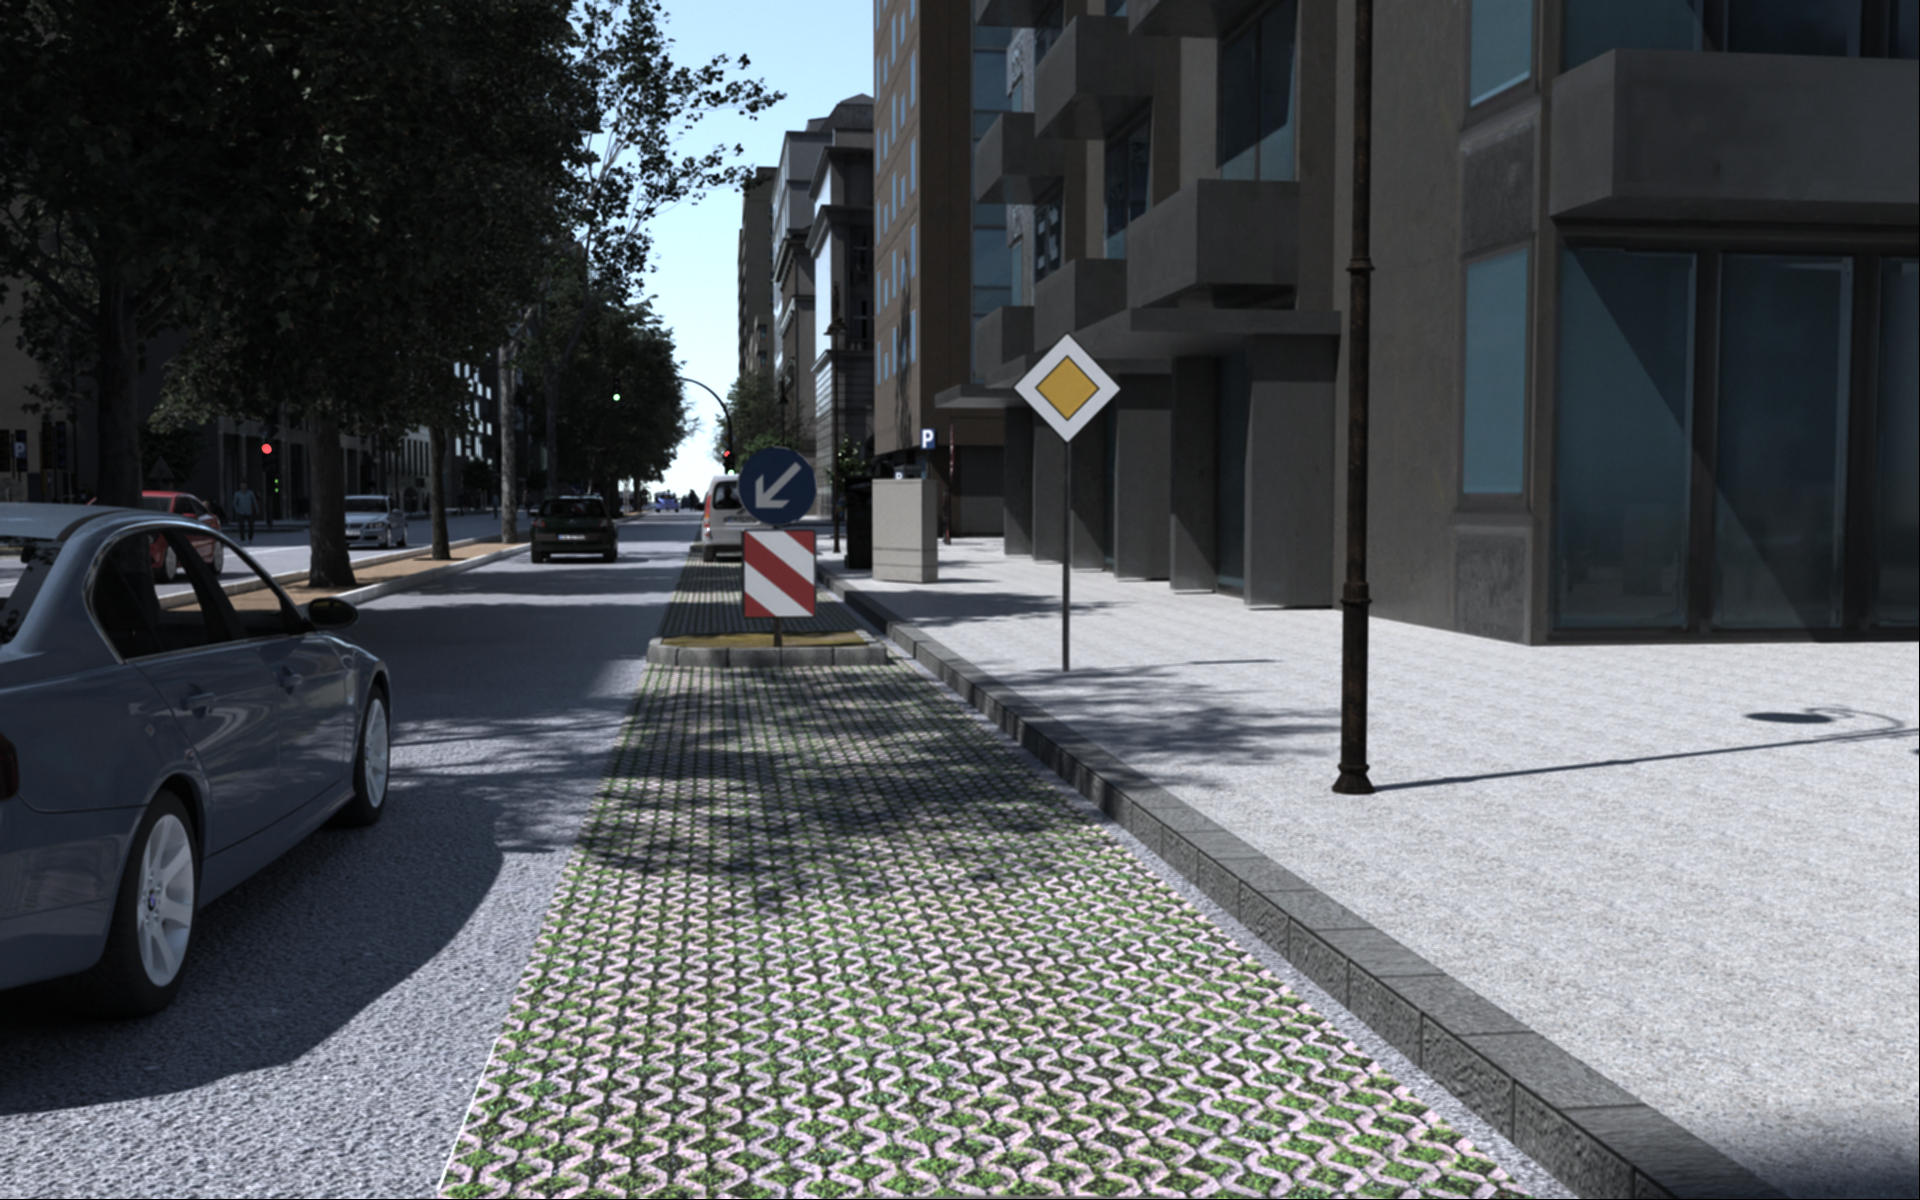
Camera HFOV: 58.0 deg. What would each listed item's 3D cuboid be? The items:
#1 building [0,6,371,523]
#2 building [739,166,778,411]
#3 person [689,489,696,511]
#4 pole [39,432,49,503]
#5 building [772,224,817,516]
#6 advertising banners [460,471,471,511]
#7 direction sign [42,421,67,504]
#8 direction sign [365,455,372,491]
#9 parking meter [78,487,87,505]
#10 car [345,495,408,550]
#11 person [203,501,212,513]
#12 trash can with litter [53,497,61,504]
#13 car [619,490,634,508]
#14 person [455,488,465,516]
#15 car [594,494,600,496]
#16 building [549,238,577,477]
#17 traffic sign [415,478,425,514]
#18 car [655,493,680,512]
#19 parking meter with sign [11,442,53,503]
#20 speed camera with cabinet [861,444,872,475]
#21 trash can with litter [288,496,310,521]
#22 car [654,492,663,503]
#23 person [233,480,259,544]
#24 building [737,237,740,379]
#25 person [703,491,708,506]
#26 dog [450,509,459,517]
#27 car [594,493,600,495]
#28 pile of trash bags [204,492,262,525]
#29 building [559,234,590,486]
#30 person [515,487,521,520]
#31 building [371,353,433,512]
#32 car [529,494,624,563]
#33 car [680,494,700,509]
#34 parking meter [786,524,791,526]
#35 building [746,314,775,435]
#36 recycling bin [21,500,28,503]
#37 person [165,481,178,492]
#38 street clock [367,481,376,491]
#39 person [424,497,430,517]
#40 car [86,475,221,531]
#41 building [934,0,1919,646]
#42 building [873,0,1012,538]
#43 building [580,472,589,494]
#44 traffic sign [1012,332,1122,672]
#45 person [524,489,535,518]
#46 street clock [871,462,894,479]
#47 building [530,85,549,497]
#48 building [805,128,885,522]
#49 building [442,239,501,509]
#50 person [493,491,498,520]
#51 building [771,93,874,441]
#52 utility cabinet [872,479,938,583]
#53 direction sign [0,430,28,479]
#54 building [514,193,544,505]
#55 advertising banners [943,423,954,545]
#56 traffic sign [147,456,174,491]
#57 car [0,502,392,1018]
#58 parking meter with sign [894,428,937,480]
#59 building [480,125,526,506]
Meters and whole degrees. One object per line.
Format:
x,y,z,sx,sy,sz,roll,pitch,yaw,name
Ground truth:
-43.951,-17.441,89.682,19.350,26.468,34.151,-1,4,-8,building
-20.759,-38.480,252.854,21.300,48.544,21.600,-1,4,-8,building
-22.393,-8.372,145.182,0.655,1.846,0.447,-1,4,-13,person
-29.959,-3.842,56.660,0.158,3.312,0.155,0,3,0,pole
-6.515,-15.147,112.274,10.561,19.102,19.286,-1,4,-8,building
-37.386,-8.241,130.935,0.090,3.025,2.074,0,4,4,advertising banners
-28.247,-3.797,54.079,0.876,3.537,0.379,1,4,16,direction sign
-34.262,-6.630,100.403,0.379,3.537,0.876,0,4,6,direction sign
-30.621,-3.175,60.317,0.372,1.533,0.369,0,3,0,parking meter
-15.781,-2.073,45.904,2.014,1.417,4.499,-1,4,-9,car
-20.041,-2.009,46.015,0.373,1.253,0.362,-1,4,-10,person
-32.525,-3.108,62.204,0.624,1.170,1.055,0,4,-4,trash can with litter
-35.628,-10.788,185.058,2.281,1.827,5.304,0,4,-6,car
-32.720,-6.402,113.343,0.661,1.801,0.590,3,5,42,person
-26.393,-6.979,123.894,2.009,1.686,4.222,0,4,-6,car
-66.820,-35.743,267.987,14.154,41.232,14.086,-1,4,-8,building
-34.415,-6.619,110.349,0.606,2.300,0.079,0,4,0,traffic sign
-22.986,-7.739,136.122,1.945,1.707,3.694,0,4,-8,car
-30.582,-3.748,57.549,1.738,3.016,0.543,1,4,17,parking meter with sign
-3.323,-4.549,68.714,0.660,3.252,2.038,-3,4,-37,speed camera with cabinet
-31.572,-4.487,84.420,2.233,1.210,1.678,-1,4,-22,trash can with litter
-49.006,-16.848,284.143,2.281,1.827,5.304,-1,4,-9,car
-20.443,-2.512,49.591,0.660,1.820,0.620,-2,4,-30,person
-27.353,-41.297,298.911,21.300,48.544,21.600,-1,4,-8,building
-8.909,-3.284,62.212,0.660,1.820,0.620,-1,4,-12,person
-31.096,-5.336,106.530,0.540,0.507,0.406,-1,4,-19,dog
-39.410,-10.869,187.293,1.945,1.707,3.694,0,4,-6,car
-31.321,-3.874,73.091,3.447,1.369,1.912,-2,4,-29,pile of trash bags
-70.915,-39.492,295.796,14.600,45.320,14.200,-1,4,-8,building
-24.267,-5.257,94.626,0.473,1.802,0.592,-2,4,-28,person
-46.551,-17.646,121.789,16.112,22.955,30.059,-1,4,-8,building
-8.276,-1.683,37.301,2.009,1.686,4.222,-1,4,-10,car
-25.787,-9.385,165.450,2.014,1.417,4.499,-1,4,-9,car
-6.905,-3.867,68.941,0.255,1.863,0.399,0,4,6,parking meter
-11.875,-22.411,211.463,27.650,21.520,28.899,-1,4,-8,building
-39.062,-3.675,72.646,0.722,1.027,0.722,3,5,43,recycling bin
-23.886,-2.674,52.326,0.635,1.810,0.391,-3,5,-45,person
-32.297,-5.534,95.056,0.471,2.002,0.358,2,4,28,street clock
-32.128,-5.573,104.280,0.373,1.253,0.362,2,4,34,person
-13.795,-1.227,29.103,2.155,1.783,4.494,-1,4,-8,car
12.421,-24.929,27.196,23.786,49.044,30.456,-1,4,-8,building
4.676,-24.875,56.818,14.600,45.320,14.200,-1,4,-8,building
-68.332,-31.232,282.347,14.160,30.474,14.107,-1,4,-8,building
0.763,-0.689,12.455,0.795,2.450,0.064,0,4,-7,traffic sign
-25.361,-5.670,101.802,0.593,1.750,0.643,1,4,22,person
-1.735,-2.109,39.050,0.471,2.002,0.358,1,4,23,street clock
-68.468,-56.931,243.485,22.319,86.520,31.000,-1,4,-8,building
4.741,-14.931,85.914,24.055,21.916,13.314,-1,4,-8,building
-55.939,-33.035,159.733,23.786,49.044,30.456,-1,4,-8,building
-26.207,-5.345,97.694,0.330,1.601,0.589,0,4,4,person
-8.712,-21.953,136.417,11.434,29.767,29.804,-1,4,-8,building
-0.798,-1.012,25.220,0.318,1.500,1.173,-3,5,-40,utility cabinet
-33.302,-4.218,60.964,0.876,3.537,0.379,-1,4,-20,direction sign
-58.625,-32.235,210.629,14.154,41.232,14.086,-1,4,-8,building
-0.294,-2.904,43.676,0.090,3.025,2.074,0,4,-6,advertising banners
-27.060,-3.587,58.648,0.884,2.594,0.081,0,4,-5,traffic sign
-3.203,0.372,5.928,2.014,1.417,4.499,0,4,-7,car
-1.392,-3.009,45.452,0.543,3.016,1.738,3,5,43,parking meter with sign
-62.738,-36.666,188.727,28.713,52.752,27.495,-1,4,-8,building
